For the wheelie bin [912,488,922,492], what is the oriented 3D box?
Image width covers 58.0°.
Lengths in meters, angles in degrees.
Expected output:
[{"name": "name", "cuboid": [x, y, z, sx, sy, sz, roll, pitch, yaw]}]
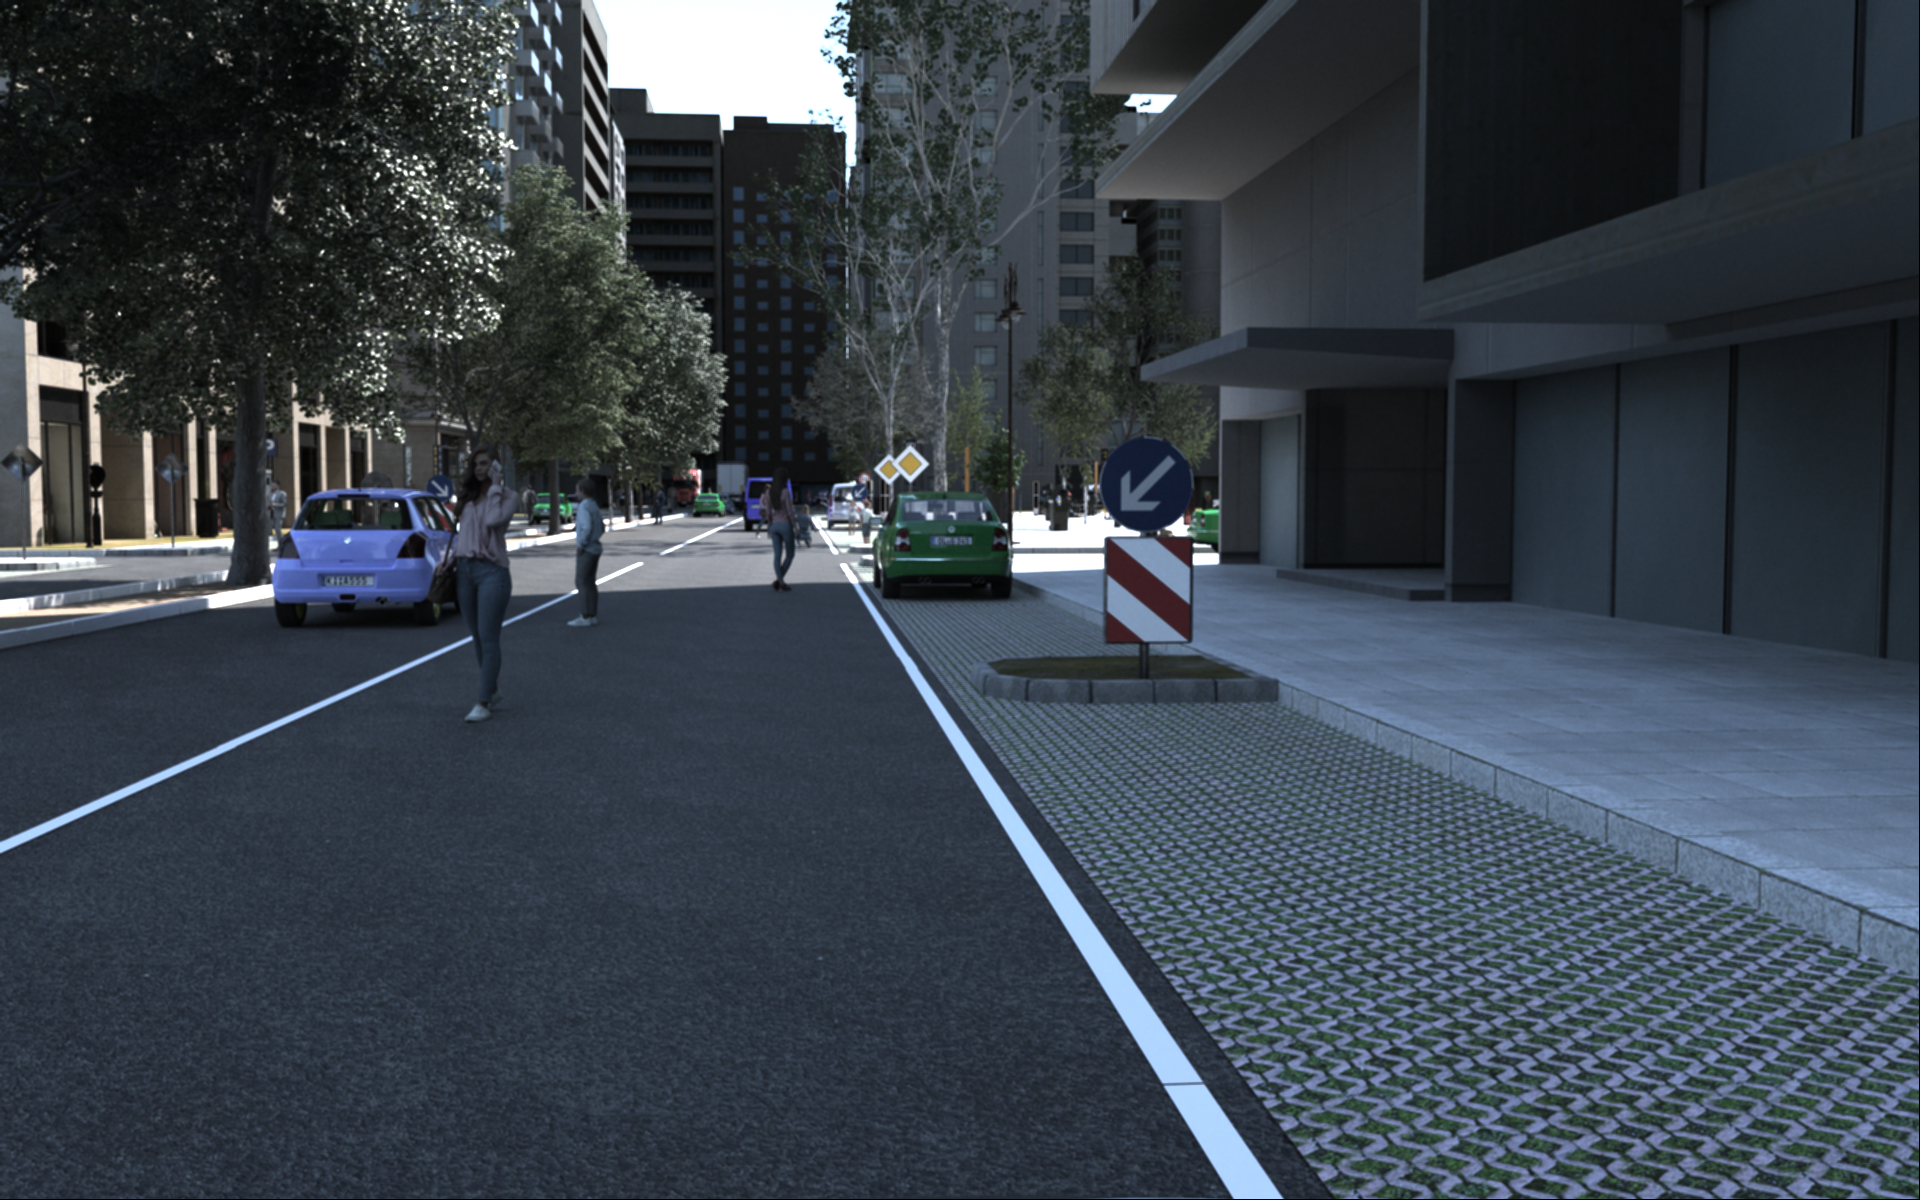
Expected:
[{"name": "wheelie bin", "cuboid": [-2.282, -5.043, 90.359, 0.693, 1.594, 0.980, -3, 5, -42]}]

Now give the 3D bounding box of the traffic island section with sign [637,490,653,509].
[{"name": "traffic island section with sign", "cuboid": [-30.544, -9.839, 169.503, 1.989, 1.847, 2.006, 0, 4, -5]}]

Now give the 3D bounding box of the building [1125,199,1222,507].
[{"name": "building", "cuboid": [29.798, -29.840, 179.766, 23.993, 40.220, 32.217, 0, 4, -5]}]

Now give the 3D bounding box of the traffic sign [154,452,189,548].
[{"name": "traffic sign", "cuboid": [-18.773, -2.301, 41.264, 0.795, 2.450, 0.064, 0, 4, -5]}]

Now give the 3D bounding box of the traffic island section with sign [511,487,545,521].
[{"name": "traffic island section with sign", "cuboid": [-23.325, -5.153, 92.882, 1.989, 1.847, 2.006, 0, 4, -5]}]

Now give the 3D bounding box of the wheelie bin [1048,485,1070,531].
[{"name": "wheelie bin", "cuboid": [3.451, -3.194, 60.125, 0.693, 1.594, 0.980, -1, 4, -14]}]

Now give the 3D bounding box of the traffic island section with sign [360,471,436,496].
[{"name": "traffic island section with sign", "cuboid": [-11.653, -1.595, 34.208, 2.006, 1.907, 1.989, 0, 4, -5]}]

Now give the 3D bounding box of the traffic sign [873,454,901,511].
[{"name": "traffic sign", "cuboid": [-1.752, -2.397, 42.840, 0.795, 2.450, 0.064, 0, 4, -5]}]

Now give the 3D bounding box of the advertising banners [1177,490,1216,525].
[{"name": "advertising banners", "cuboid": [9.467, -4.589, 71.220, 2.074, 3.025, 0.090, 0, 3, 0]}]

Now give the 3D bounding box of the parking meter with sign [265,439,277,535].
[{"name": "parking meter with sign", "cuboid": [-21.637, -3.508, 53.610, 0.543, 3.016, 1.738, 0, 4, -6]}]

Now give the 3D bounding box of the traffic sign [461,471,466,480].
[{"name": "traffic sign", "cuboid": [-24.870, -5.357, 87.699, 0.768, 2.556, 0.104, 0, 4, -5]}]

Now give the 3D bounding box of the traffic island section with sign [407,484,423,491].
[{"name": "traffic island section with sign", "cuboid": [-20.781, -3.500, 65.849, 1.989, 1.847, 2.006, 0, 4, -5]}]

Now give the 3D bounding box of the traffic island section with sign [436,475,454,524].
[{"name": "traffic island section with sign", "cuboid": [-12.338, -2.046, 41.584, 2.006, 1.907, 1.989, 0, 4, -5]}]

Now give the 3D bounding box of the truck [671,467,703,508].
[{"name": "truck", "cuboid": [-28.915, -11.939, 184.119, 2.839, 4.237, 11.283, 0, 4, -4]}]

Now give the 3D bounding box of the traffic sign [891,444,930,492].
[{"name": "traffic sign", "cuboid": [-1.003, -1.911, 34.890, 0.795, 2.450, 0.064, 0, 4, -5]}]

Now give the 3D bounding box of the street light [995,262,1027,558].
[{"name": "street light", "cuboid": [1.006, -3.785, 34.677, 0.468, 5.910, 1.993, 0, 4, -5]}]

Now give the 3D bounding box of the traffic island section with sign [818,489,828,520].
[{"name": "traffic island section with sign", "cuboid": [-6.567, -5.237, 94.247, 1.989, 1.847, 2.006, 0, 4, -5]}]

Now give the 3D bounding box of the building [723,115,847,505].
[{"name": "building", "cuboid": [-20.938, -34.163, 208.676, 14.200, 45.320, 14.600, 0, 4, -5]}]

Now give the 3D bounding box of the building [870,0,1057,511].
[{"name": "building", "cuboid": [-0.131, -27.762, 137.505, 14.154, 41.232, 14.086, 0, 4, -5]}]

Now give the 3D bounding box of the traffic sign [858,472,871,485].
[{"name": "traffic sign", "cuboid": [-5.631, -6.243, 102.182, 0.768, 2.556, 0.104, 0, 4, -1]}]

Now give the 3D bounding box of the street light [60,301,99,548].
[{"name": "street light", "cuboid": [-20.816, -4.187, 41.244, 0.468, 5.910, 1.993, 0, 4, -5]}]

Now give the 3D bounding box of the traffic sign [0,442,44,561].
[{"name": "traffic sign", "cuboid": [-18.024, -1.815, 33.314, 0.795, 2.450, 0.064, 0, 4, -5]}]

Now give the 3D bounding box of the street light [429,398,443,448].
[{"name": "street light", "cuboid": [-24.538, -6.637, 81.307, 0.468, 5.910, 1.993, 0, 4, -5]}]

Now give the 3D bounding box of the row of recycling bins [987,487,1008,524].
[{"name": "row of recycling bins", "cuboid": [1.676, -4.262, 76.801, 1.069, 1.692, 3.534, 0, 4, 0]}]

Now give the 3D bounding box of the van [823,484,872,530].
[{"name": "van", "cuboid": [-4.583, -3.896, 70.715, 2.013, 2.044, 4.112, 0, 4, -5]}]

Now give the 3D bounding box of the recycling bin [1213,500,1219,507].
[{"name": "recycling bin", "cuboid": [11.445, -4.018, 78.242, 0.722, 1.027, 0.722, -1, 4, -11]}]

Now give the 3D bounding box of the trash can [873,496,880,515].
[{"name": "trash can", "cuboid": [-4.895, -5.650, 104.027, 0.748, 1.137, 0.748, 0, 3, 0]}]

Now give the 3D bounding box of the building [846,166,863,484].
[{"name": "building", "cuboid": [-6.512, -32.162, 209.446, 14.086, 41.232, 14.154, 0, 4, -5]}]

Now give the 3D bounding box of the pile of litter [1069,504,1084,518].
[{"name": "pile of litter", "cuboid": [6.135, -4.878, 93.724, 1.176, 0.858, 1.719, 0, 4, -1]}]

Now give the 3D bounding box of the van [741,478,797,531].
[{"name": "van", "cuboid": [-7.548, -3.920, 68.476, 2.240, 2.365, 5.245, 0, 4, -6]}]

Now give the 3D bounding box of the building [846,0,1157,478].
[{"name": "building", "cuboid": [3.041, -36.111, 179.657, 28.713, 52.752, 27.495, 0, 4, -5]}]

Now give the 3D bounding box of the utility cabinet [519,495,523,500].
[{"name": "utility cabinet", "cuboid": [-28.702, -6.439, 113.950, 0.318, 1.500, 1.173, 0, 4, -2]}]

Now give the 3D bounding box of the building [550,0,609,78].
[{"name": "building", "cuboid": [-43.210, -32.507, 155.196, 21.300, 48.544, 21.600, 0, 4, -5]}]

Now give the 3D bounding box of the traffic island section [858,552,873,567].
[{"name": "traffic island section", "cuboid": [-0.980, -0.776, 34.969, 2.009, 0.180, 2.903, 0, 4, -5]}]

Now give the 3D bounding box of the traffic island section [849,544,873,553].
[{"name": "traffic island section", "cuboid": [-1.729, -1.262, 42.919, 2.009, 0.180, 2.903, 0, 4, -5]}]

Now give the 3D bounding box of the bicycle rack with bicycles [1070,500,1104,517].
[{"name": "bicycle rack with bicycles", "cuboid": [6.984, -5.250, 99.225, 2.852, 0.926, 2.925, 2, 4, 28]}]

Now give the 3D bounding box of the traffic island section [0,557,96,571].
[{"name": "traffic island section", "cuboid": [-18.047, -0.678, 33.373, 2.009, 0.180, 2.903, 0, 4, -5]}]

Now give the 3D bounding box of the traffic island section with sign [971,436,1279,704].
[{"name": "traffic island section with sign", "cuboid": [1.111, -0.249, 12.704, 1.989, 1.847, 2.006, 0, 4, -5]}]

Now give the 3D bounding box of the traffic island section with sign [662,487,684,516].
[{"name": "traffic island section with sign", "cuboid": [-19.393, -6.621, 116.391, 2.006, 1.907, 1.989, 0, 4, -5]}]

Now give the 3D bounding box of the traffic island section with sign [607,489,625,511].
[{"name": "traffic island section with sign", "cuboid": [-28.023, -8.198, 142.665, 1.989, 1.847, 2.006, 0, 4, -5]}]

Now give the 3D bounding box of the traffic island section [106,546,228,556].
[{"name": "traffic island section", "cuboid": [-18.796, -1.165, 41.323, 2.009, 0.180, 2.903, 0, 4, -5]}]

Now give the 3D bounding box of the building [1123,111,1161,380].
[{"name": "building", "cuboid": [29.353, -36.559, 217.343, 30.456, 49.044, 23.786, 0, 4, -5]}]

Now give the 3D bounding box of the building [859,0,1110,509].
[{"name": "building", "cuboid": [1.446, -43.799, 154.362, 20.563, 71.187, 20.611, 0, 4, -5]}]

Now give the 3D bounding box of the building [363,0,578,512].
[{"name": "building", "cuboid": [-41.924, -31.168, 129.198, 23.786, 49.044, 30.456, 0, 4, -5]}]

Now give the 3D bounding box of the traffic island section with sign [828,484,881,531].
[{"name": "traffic island section with sign", "cuboid": [-4.034, -3.595, 67.411, 1.989, 1.847, 2.006, 0, 4, -5]}]

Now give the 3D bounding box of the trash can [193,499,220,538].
[{"name": "trash can", "cuboid": [-22.108, -2.397, 50.850, 0.748, 1.137, 0.748, 0, 3, 0]}]

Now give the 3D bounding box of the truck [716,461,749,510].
[{"name": "truck", "cuboid": [-20.142, -10.132, 154.566, 2.839, 4.237, 11.283, 0, 4, -4]}]

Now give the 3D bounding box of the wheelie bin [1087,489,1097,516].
[{"name": "wheelie bin", "cuboid": [7.724, -5.770, 102.254, 0.693, 1.594, 0.980, 0, 4, 8]}]

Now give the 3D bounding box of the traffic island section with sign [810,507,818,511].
[{"name": "traffic island section with sign", "cuboid": [-13.865, -9.980, 171.806, 1.989, 1.847, 2.006, 0, 4, -5]}]

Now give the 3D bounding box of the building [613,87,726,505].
[{"name": "building", "cuboid": [-39.088, -35.884, 210.399, 21.600, 48.544, 21.300, 0, 4, -5]}]
